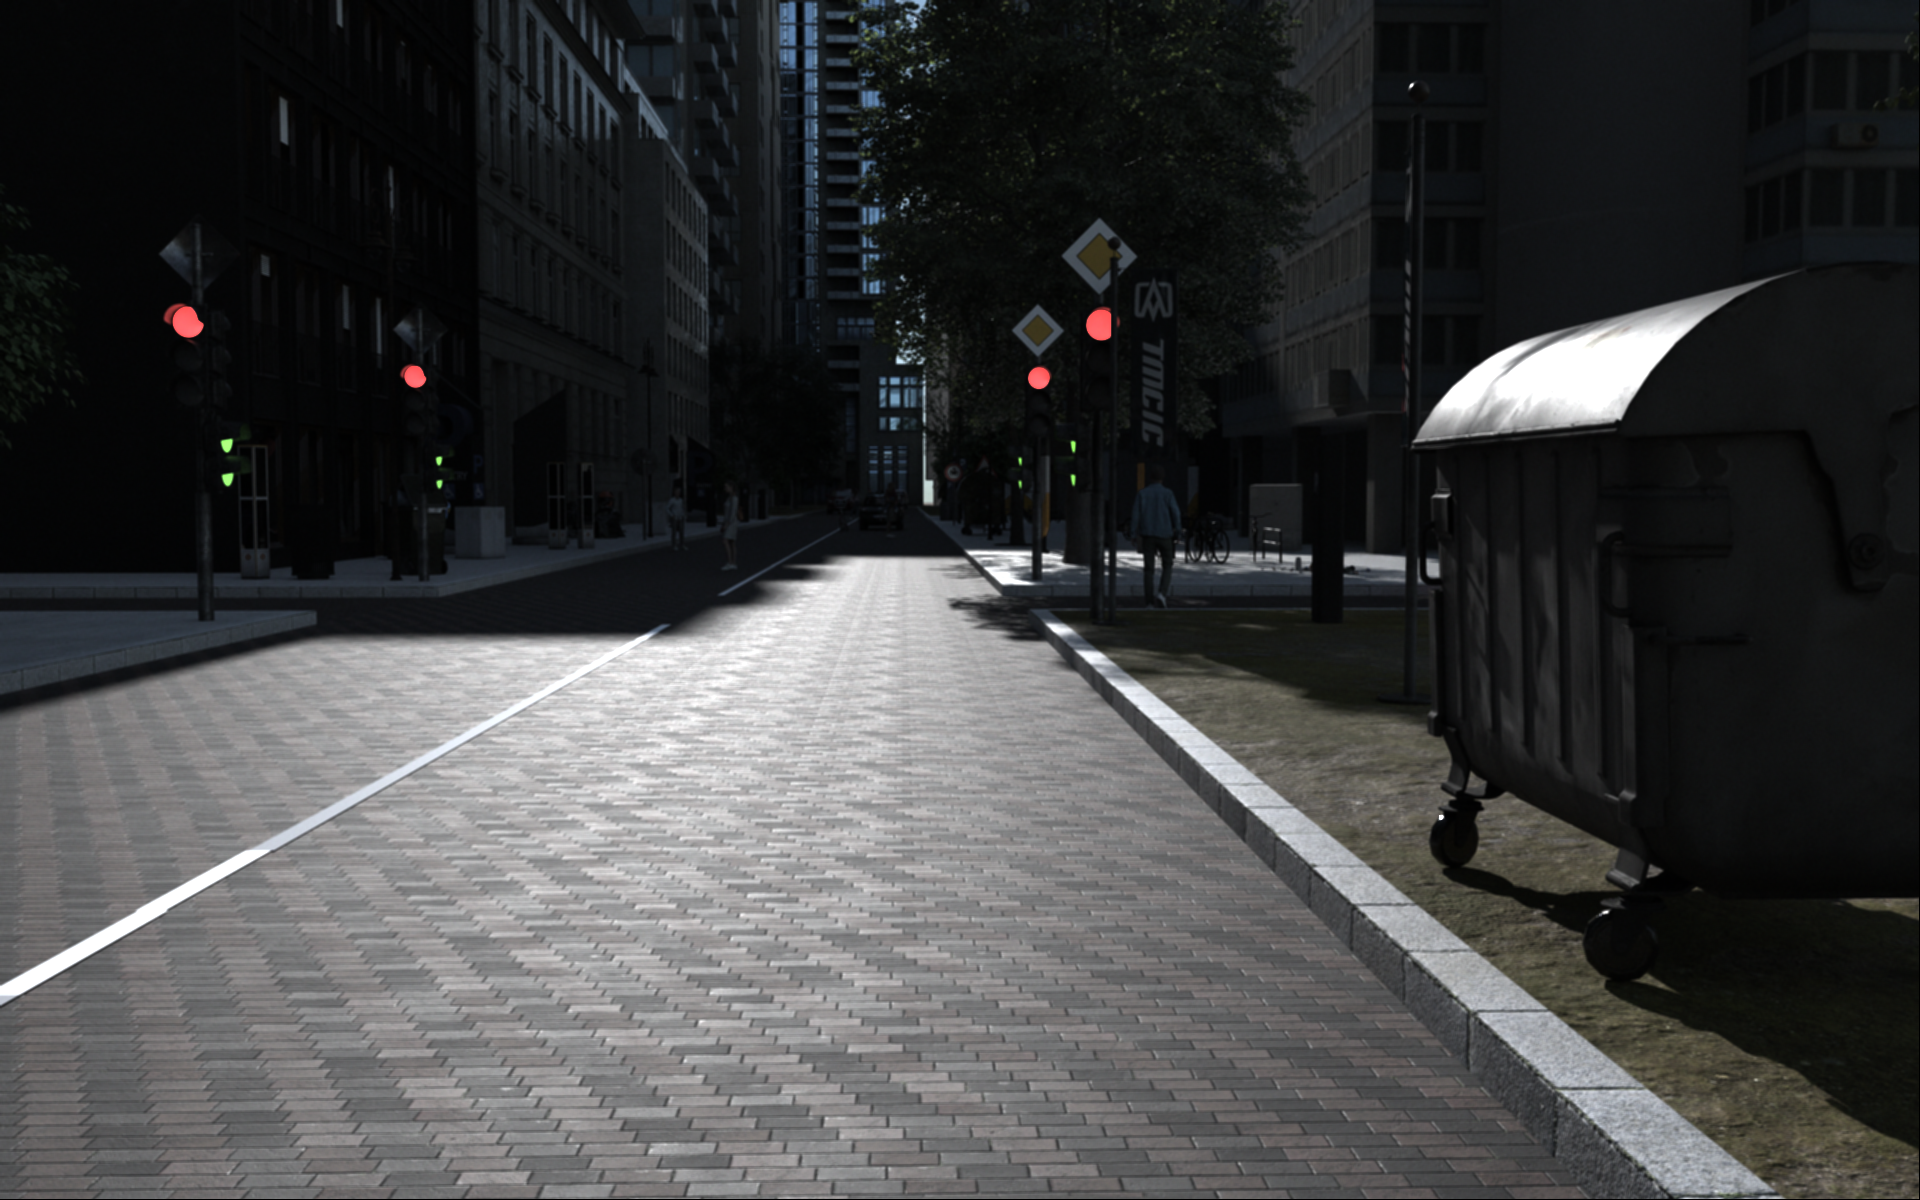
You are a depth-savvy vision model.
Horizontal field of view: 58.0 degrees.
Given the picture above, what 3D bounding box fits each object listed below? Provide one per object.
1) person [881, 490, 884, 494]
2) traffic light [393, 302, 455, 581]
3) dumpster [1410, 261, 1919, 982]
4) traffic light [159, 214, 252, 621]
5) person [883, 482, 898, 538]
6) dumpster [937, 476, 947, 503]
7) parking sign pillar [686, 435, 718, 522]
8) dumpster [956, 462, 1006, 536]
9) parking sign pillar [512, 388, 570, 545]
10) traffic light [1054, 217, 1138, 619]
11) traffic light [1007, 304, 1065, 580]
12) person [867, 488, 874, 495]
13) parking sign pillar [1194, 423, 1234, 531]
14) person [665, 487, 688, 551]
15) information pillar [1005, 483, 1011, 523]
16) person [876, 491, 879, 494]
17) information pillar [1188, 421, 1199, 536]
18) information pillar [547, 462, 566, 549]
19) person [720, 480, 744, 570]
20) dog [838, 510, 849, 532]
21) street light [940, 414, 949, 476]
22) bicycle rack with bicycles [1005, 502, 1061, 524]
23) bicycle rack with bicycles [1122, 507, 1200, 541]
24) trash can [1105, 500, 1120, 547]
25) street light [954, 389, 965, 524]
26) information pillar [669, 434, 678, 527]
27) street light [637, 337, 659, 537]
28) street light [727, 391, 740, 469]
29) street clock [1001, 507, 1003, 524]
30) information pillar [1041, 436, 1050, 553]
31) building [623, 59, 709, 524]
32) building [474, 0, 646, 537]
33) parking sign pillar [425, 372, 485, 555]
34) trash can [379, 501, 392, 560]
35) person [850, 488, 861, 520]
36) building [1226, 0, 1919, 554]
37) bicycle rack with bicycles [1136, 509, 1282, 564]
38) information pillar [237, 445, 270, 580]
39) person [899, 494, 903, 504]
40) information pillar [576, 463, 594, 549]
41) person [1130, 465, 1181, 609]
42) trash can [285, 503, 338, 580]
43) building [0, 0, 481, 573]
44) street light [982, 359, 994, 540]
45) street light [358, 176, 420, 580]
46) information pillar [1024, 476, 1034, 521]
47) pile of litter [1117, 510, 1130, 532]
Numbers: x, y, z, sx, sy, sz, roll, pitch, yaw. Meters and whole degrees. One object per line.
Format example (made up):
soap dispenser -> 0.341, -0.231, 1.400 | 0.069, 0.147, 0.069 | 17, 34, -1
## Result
person -> -6.678, -8.578, 149.428 | 1.217, 1.739, 0.721 | 0, 4, 3
traffic light -> -7.876, -2.231, 25.394 | 0.839, 4.253, 0.868 | 0, 4, -2
dumpster -> 2.229, 0.033, 5.217 | 1.264, 1.857, 1.865 | 0, 4, -2
traffic light -> -7.611, -1.743, 17.413 | 0.839, 4.253, 0.868 | 0, 4, -2
person -> -2.280, -2.984, 57.265 | 0.573, 1.828, 0.580 | -2, 4, -28
dumpster -> -0.366, -5.171, 87.034 | 1.502, 2.255, 1.985 | 0, 4, -2
parking sign pillar -> -11.794, -5.537, 79.010 | 1.447, 3.967, 1.447 | 0, 4, 1
dumpster -> 0.663, -3.165, 54.249 | 1.502, 2.255, 1.985 | 0, 4, -2
parking sign pillar -> -10.660, -3.393, 43.942 | 1.447, 3.967, 1.447 | -1, 4, -20
traffic light -> 1.394, -1.762, 17.727 | 0.839, 4.253, 0.868 | 0, 4, -2
traffic light -> 1.129, -2.250, 25.708 | 0.839, 4.253, 0.868 | 0, 4, -2
person -> -5.256, -5.713, 102.364 | 0.683, 1.767, 0.568 | 1, 4, 17
parking sign pillar -> 9.001, -4.455, 61.305 | 1.447, 3.967, 1.447 | 2, 4, 29
person -> -7.204, -2.061, 44.013 | 0.589, 1.601, 0.330 | -3, 5, -39
information pillar -> 2.108, -5.301, 78.027 | 0.504, 3.616, 0.183 | 0, 4, -3
person -> -7.978, -9.676, 167.364 | 0.551, 1.740, 0.621 | 3, 4, 37
information pillar -> 6.961, -3.694, 51.749 | 0.183, 3.616, 0.504 | -1, 4, -23
information pillar -> -9.376, -2.188, 40.265 | 0.304, 2.012, 0.304 | 1, 4, 18
person -> -4.363, -1.434, 32.948 | 0.522, 1.701, 0.512 | -2, 4, -24
dog -> -4.531, -3.040, 66.539 | 0.513, 0.831, 0.800 | 1, 4, 11
street light -> -0.906, -7.810, 100.477 | 0.468, 5.910, 1.993 | 0, 4, -2
bicycle rack with bicycles -> 3.341, -3.862, 76.530 | 2.925, 0.926, 2.852 | -3, 4, -38
bicycle rack with bicycles -> 5.833, -2.121, 48.064 | 2.925, 0.926, 2.852 | -1, 4, -22
trash can -> 3.485, -1.844, 41.797 | 0.748, 1.137, 0.748 | 0, 3, 0
street light -> -0.016, -6.221, 74.501 | 0.468, 5.910, 1.993 | 0, 4, -2
information pillar -> -11.116, -4.643, 67.274 | 0.183, 3.616, 0.504 | -3, 5, -44
street light -> -9.190, -4.799, 51.245 | 0.468, 5.910, 1.993 | 0, 4, -2
street light -> -10.021, -6.351, 76.622 | 0.468, 5.910, 1.993 | 0, 4, -2
street clock -> 1.728, -4.214, 73.462 | 0.358, 2.002, 0.471 | 0, 4, -7
information pillar -> 1.850, -2.837, 37.735 | 0.183, 3.616, 0.504 | -1, 4, -12
building -> -18.173, -13.941, 82.689 | 10.420, 20.320, 16.860 | 0, 4, -2
building -> -20.850, -13.778, 58.550 | 16.112, 22.955, 30.059 | 0, 4, -2
parking sign pillar -> -10.903, -2.987, 37.312 | 1.447, 3.967, 1.447 | 1, 4, 23
trash can -> -11.033, -1.370, 34.060 | 0.748, 1.137, 0.748 | 0, 3, 0
person -> -5.936, -5.415, 97.626 | 0.593, 1.750, 0.643 | -2, 4, -29
building -> 19.834, -21.408, 41.898 | 23.993, 40.220, 32.217 | 0, 4, -2
bicycle rack with bicycles -> 4.967, -1.201, 33.014 | 2.852, 0.926, 2.925 | 0, 4, 1
information pillar -> -10.634, -1.321, 26.085 | 0.304, 2.012, 0.304 | 1, 4, 19
person -> -5.413, -8.858, 156.544 | 0.599, 1.433, 0.991 | 0, 4, 5
information pillar -> -8.802, -2.215, 40.708 | 0.304, 2.012, 0.304 | -2, 4, -34
person -> 2.385, -0.750, 21.105 | 0.601, 1.785, 0.444 | 1, 4, 14
trash can -> -9.757, -0.883, 26.098 | 0.748, 1.137, 0.748 | 0, 3, 0
building -> -17.987, -12.567, 35.144 | 12.332, 23.373, 15.834 | 0, 4, -2
street light -> 0.842, -4.612, 48.202 | 0.468, 5.910, 1.993 | 0, 4, -2
street light -> -8.399, -3.231, 25.621 | 0.468, 5.910, 1.993 | 0, 4, -2
information pillar -> 3.293, -5.583, 82.632 | 0.504, 3.616, 0.183 | -1, 4, -8
pile of litter -> 5.510, -2.787, 59.538 | 1.176, 0.858, 1.719 | 2, 4, 24
